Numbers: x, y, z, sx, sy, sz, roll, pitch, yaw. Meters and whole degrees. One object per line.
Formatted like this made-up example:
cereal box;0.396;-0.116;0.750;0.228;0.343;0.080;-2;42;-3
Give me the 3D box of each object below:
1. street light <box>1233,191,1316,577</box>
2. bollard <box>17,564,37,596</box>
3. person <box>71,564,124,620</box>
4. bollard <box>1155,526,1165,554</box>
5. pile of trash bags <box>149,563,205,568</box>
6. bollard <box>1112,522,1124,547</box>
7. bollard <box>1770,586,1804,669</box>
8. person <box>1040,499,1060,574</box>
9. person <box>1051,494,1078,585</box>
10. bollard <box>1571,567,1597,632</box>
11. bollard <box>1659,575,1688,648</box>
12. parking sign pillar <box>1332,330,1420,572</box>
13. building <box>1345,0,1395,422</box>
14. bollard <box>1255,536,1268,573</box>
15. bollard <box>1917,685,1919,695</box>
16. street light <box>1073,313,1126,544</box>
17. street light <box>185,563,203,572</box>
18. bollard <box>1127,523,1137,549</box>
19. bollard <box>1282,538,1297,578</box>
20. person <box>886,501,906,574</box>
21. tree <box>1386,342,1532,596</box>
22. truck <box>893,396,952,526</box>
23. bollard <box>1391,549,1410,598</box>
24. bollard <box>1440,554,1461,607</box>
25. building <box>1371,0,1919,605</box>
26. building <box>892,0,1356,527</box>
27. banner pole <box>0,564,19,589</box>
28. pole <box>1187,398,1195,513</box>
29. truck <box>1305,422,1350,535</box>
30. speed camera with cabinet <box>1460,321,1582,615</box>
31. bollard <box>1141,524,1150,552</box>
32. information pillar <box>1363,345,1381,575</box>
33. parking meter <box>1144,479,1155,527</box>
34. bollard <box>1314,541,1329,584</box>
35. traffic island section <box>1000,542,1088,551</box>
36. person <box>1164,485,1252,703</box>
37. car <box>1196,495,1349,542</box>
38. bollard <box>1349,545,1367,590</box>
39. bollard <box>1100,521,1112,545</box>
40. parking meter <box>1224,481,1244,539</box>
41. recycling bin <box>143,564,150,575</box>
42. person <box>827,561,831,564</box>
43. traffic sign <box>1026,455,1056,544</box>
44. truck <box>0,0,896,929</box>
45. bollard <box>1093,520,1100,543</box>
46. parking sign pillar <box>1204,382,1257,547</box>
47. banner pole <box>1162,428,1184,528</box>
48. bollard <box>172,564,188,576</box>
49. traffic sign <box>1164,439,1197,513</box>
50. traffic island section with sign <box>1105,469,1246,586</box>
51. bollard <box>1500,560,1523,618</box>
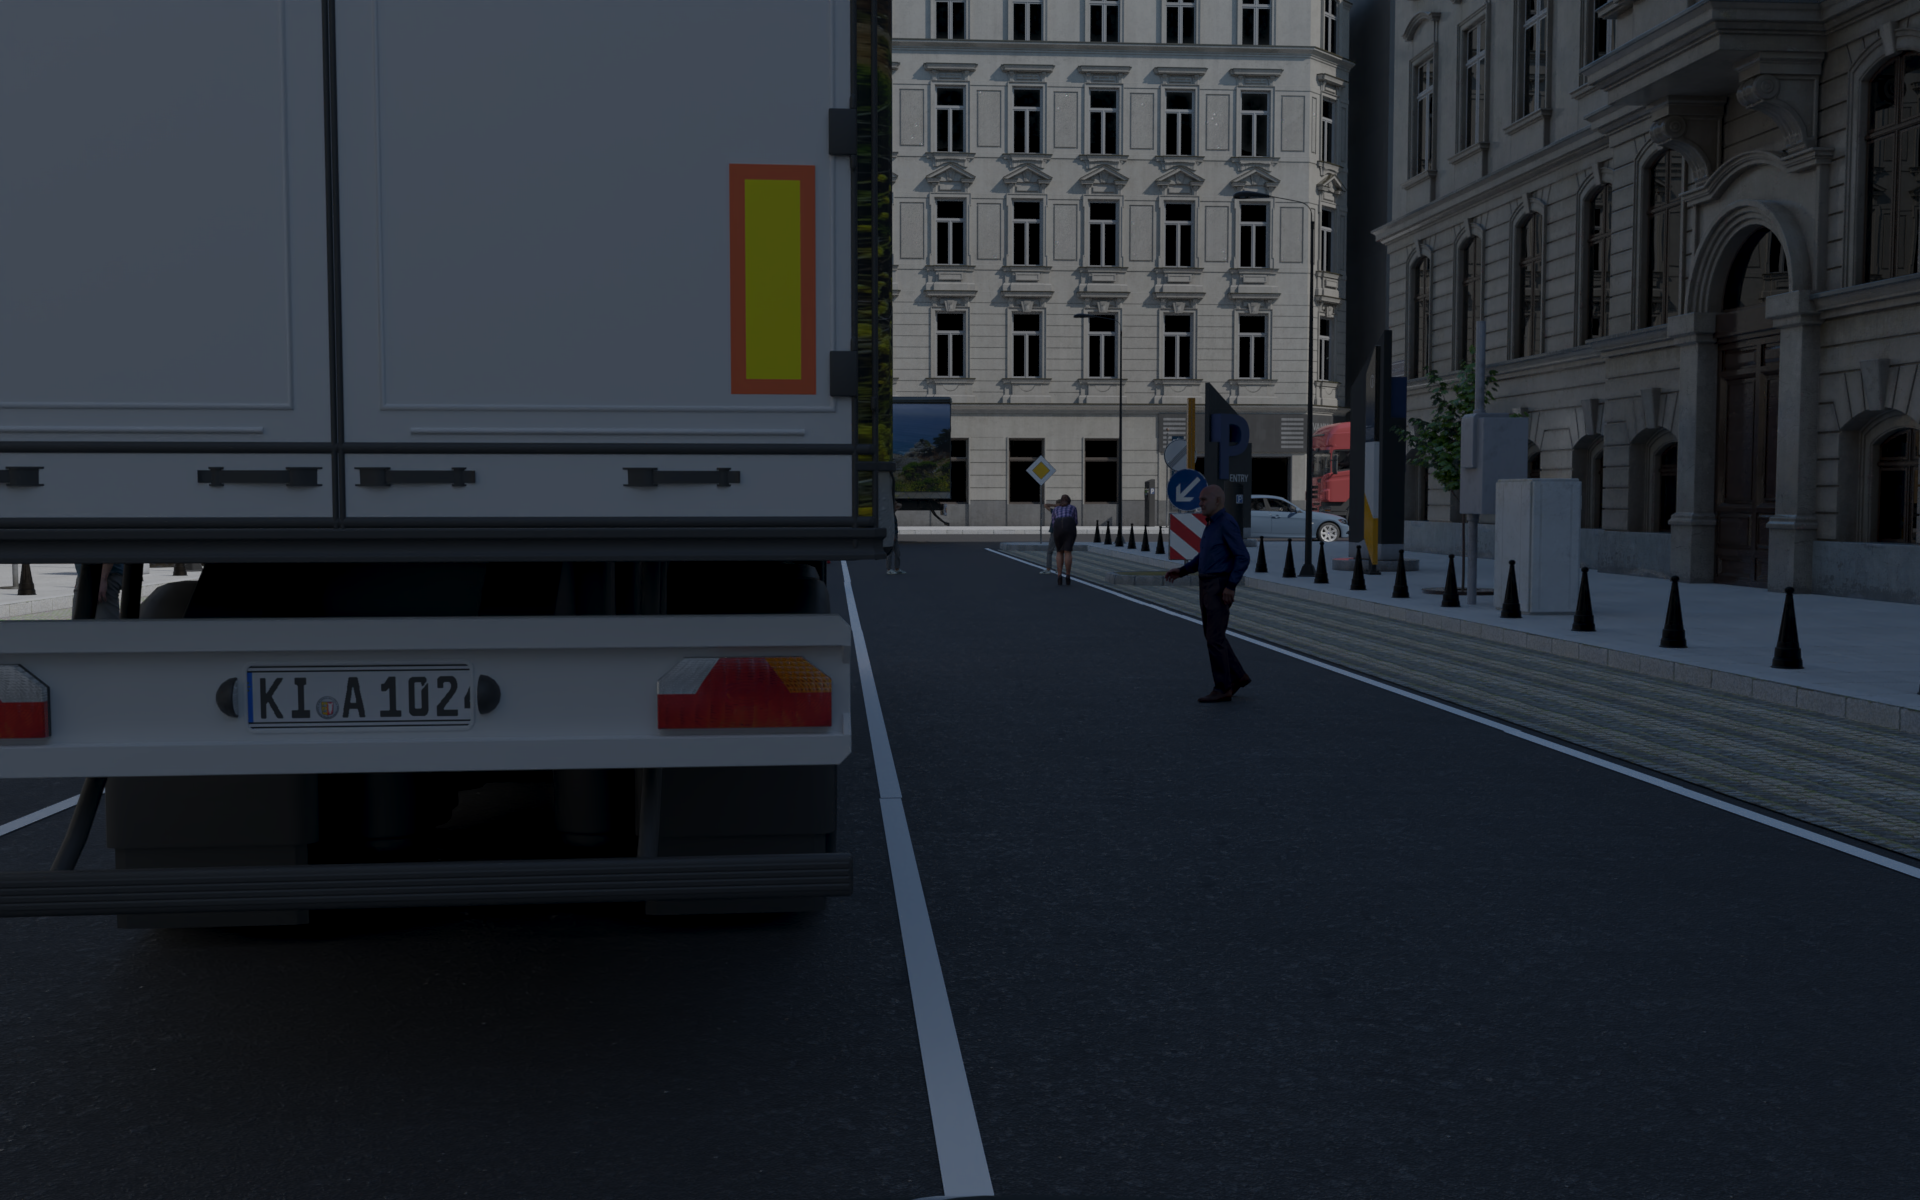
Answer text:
street light;4.874;-3.314;26.723;1.470;5.913;1.316;0;4;-4
bollard;-11.855;-0.363;21.982;0.229;0.601;0.229;0;3;0
person;-5.697;-0.168;11.375;0.434;1.807;0.598;-2;4;-28
bollard;4.281;-1.282;37.000;0.229;0.601;0.229;0;3;0
pile of trash bags;-14.413;-1.342;31.694;1.912;1.369;3.447;-2;4;-28
bollard;3.887;-1.600;42.201;0.229;0.601;0.229;0;3;0
bollard;6.106;0.200;12.765;0.229;0.601;0.229;0;3;0
person;1.690;-1.144;31.112;0.435;1.345;0.340;-3;5;-40
person;1.648;-0.953;27.319;0.421;1.427;0.697;0;4;5
bollard;5.848;-0.011;16.222;0.229;0.601;0.229;0;3;0
bollard;5.977;0.095;14.493;0.229;0.601;0.229;0;3;0
parking sign pillar;7.028;-2.490;29.183;1.447;3.967;1.447;-1;4;-11
building;28.674;-17.285;76.123;24.014;27.812;14.314;0;4;-4
bollard;4.934;-0.752;28.335;0.229;0.601;0.229;0;3;0
bollard;6.238;0.306;11.036;0.229;0.601;0.229;0;3;0
street light;3.609;-4.413;44.698;1.470;5.913;1.316;0;4;-4
street light;-12.185;-3.428;28.592;1.470;5.913;1.316;0;4;-4
bollard;4.018;-1.494;40.473;0.229;0.601;0.229;0;3;0
bollard;5.063;-0.646;26.607;0.229;0.601;0.229;0;3;0
person;-1.167;-1.135;30.973;0.340;1.345;0.435;1;4;12
tree;6.533;-1.686;22.168;1.663;3.219;1.824;0;3;0
truck;-5.920;-3.777;50.674;11.283;4.237;2.839;0;4;-4
bollard;5.454;-0.329;21.415;0.229;0.601;0.229;0;3;0
bollard;5.583;-0.223;19.686;0.229;0.601;0.229;0;3;0
building;16.314;-12.501;23.468;14.460;24.649;34.723;0;4;-4
building;-5.918;-18.254;74.871;44.131;29.872;17.030;0;4;-4
banner pole;-12.579;-2.035;23.285;0.863;3.779;0.401;1;4;19
pole;4.895;-2.625;36.768;0.158;3.312;0.155;0;3;0
truck;16.848;-4.271;58.746;11.283;4.237;2.839;0;4;-4
speed camera with cabinet;6.203;-1.522;19.226;0.660;3.252;2.038;0;4;-5
bollard;4.148;-1.388;38.733;0.229;0.601;0.229;0;3;0
information pillar;6.568;-2.216;27.587;0.183;3.616;0.504;0;4;-4
parking meter;7.425;-3.798;67.810;0.399;1.863;0.255;-3;5;-42
bollard;5.194;-0.540;24.872;0.229;0.601;0.229;0;3;0
traffic island section;2.107;-1.372;44.712;2.009;0.180;2.903;0;4;-4
person;1.720;-0.051;12.032;0.600;1.496;0.574;1;4;12
car;9.045;-2.349;50.402;4.499;1.417;2.014;0;4;-3
bollard;5.325;-0.434;23.143;0.229;0.601;0.229;0;3;0
bollard;3.759;-1.706;43.938;0.229;0.601;0.229;0;3;0
parking meter;5.206;-1.501;32.948;0.372;1.533;0.369;0;3;0
recycling bin;-13.395;-0.912;27.463;0.722;1.027;0.722;1;4;12
person;-2.847;-1.547;35.670;0.647;1.594;0.662;0;4;5
traffic sign;2.085;-2.507;44.633;0.795;2.450;0.064;0;4;-4
truck;-1.966;-1.246;9.278;2.839;4.237;11.283;0;4;-6
bollard;3.623;-1.813;45.676;0.229;0.601;0.229;0;3;0
parking sign pillar;6.542;-3.289;42.241;1.447;3.967;1.447;-3;5;-41
banner pole;8.080;-4.624;65.626;0.863;3.779;0.401;0;4;-1
bollard;-12.249;-0.681;27.180;0.229;0.601;0.229;0;3;0
traffic sign;5.076;-2.442;40.026;0.768;2.556;0.104;0;4;-2
traffic island section with sign;3.390;-1.172;27.798;1.989;1.847;2.006;0;4;-4
bollard;5.718;-0.117;17.950;0.229;0.601;0.229;0;3;0
